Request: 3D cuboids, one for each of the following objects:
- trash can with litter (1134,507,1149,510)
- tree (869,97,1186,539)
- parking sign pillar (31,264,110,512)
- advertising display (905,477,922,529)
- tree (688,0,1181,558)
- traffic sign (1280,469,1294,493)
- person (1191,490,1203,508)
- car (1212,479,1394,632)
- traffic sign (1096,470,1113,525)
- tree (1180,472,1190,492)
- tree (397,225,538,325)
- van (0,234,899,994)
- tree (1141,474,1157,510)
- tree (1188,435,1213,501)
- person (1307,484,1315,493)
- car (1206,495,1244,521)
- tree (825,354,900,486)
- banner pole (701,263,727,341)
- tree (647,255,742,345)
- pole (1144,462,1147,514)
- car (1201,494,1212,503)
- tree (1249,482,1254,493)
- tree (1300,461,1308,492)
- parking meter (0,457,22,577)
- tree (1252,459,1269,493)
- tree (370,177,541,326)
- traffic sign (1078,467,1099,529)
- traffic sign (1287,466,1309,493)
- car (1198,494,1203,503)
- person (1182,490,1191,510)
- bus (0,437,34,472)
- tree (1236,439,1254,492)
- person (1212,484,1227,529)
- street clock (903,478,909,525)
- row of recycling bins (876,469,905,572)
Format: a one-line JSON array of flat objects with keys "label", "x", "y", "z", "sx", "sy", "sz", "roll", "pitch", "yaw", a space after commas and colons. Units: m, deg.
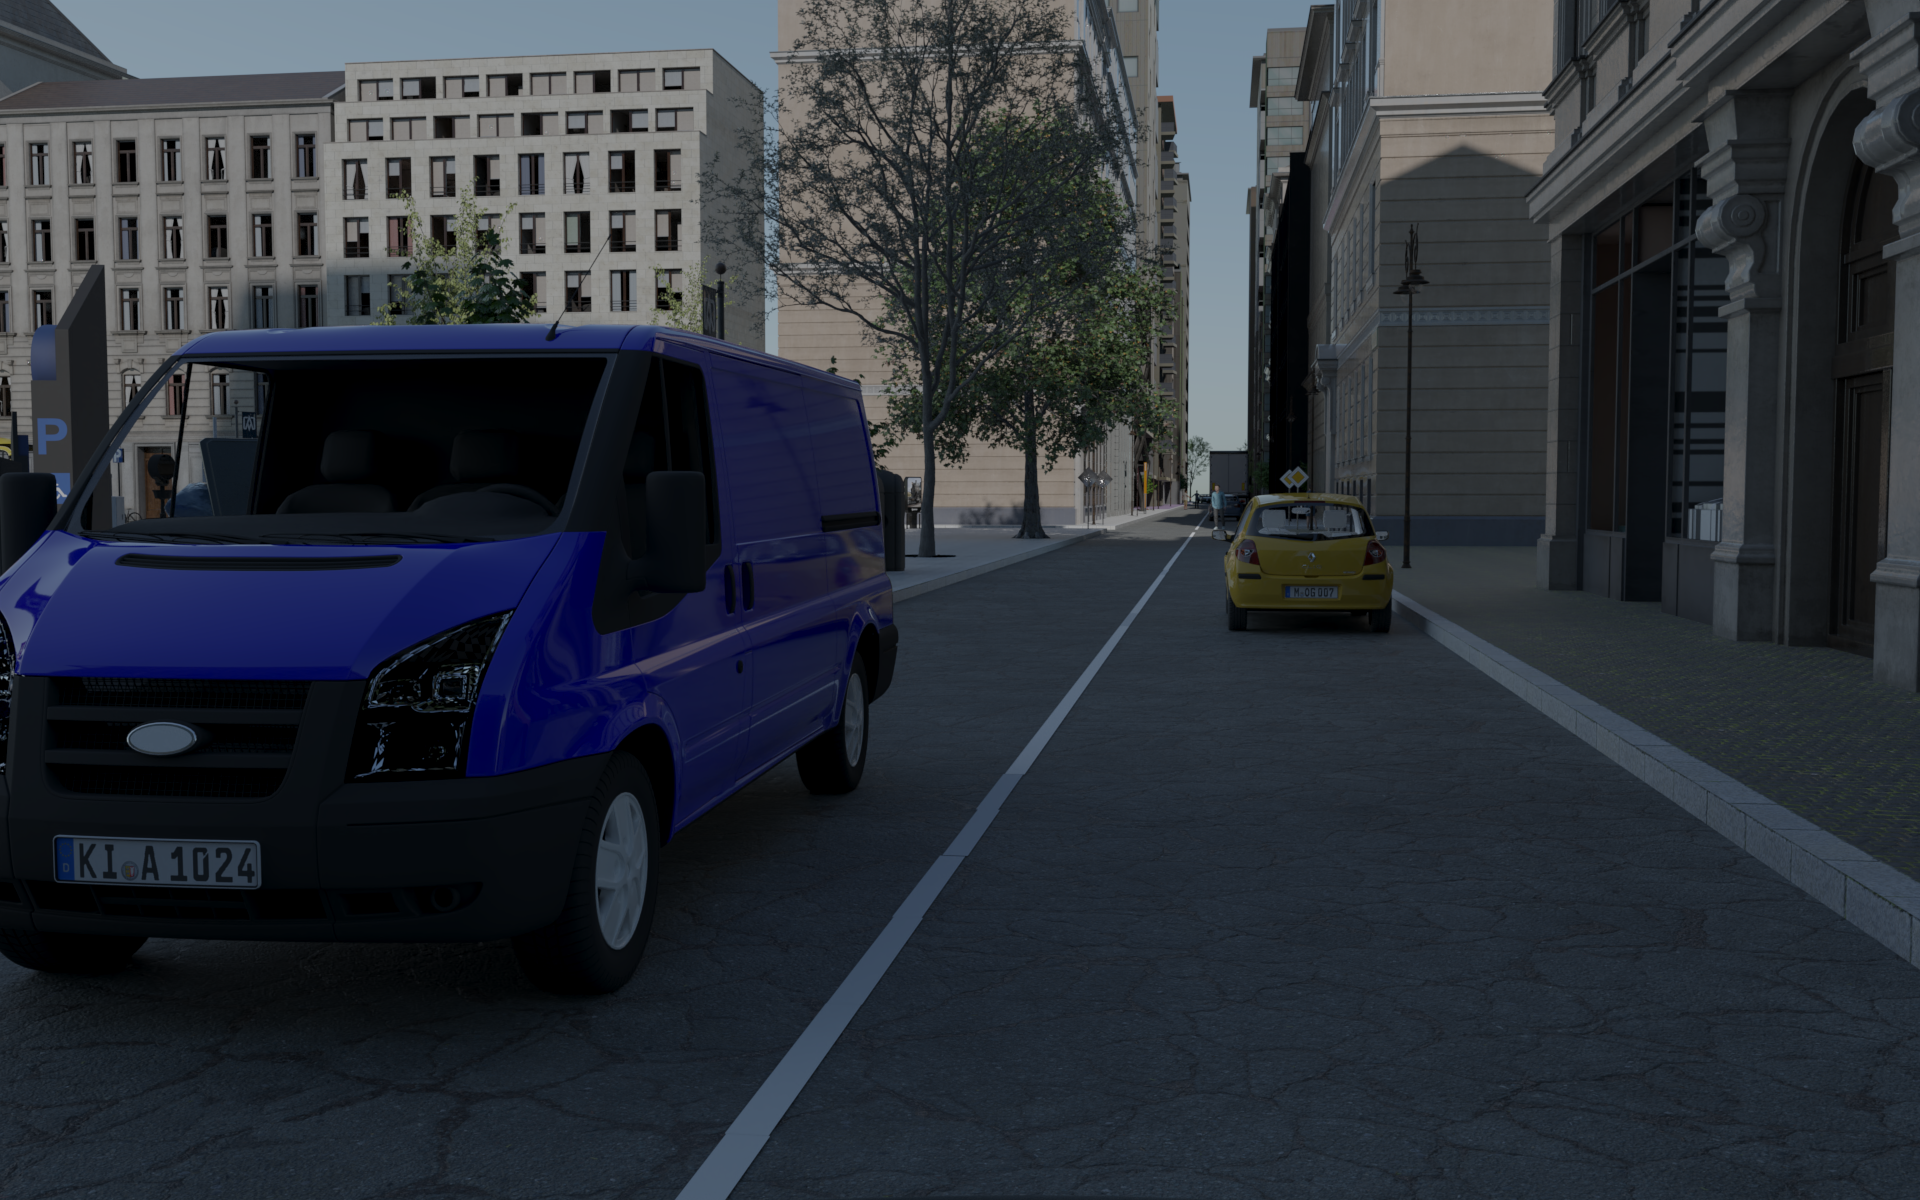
[{"label": "trash can with litter", "x": 14.357, "y": -7.833, "z": 139.127, "sx": 2.233, "sy": 1.210, "sz": 1.678, "roll": 2, "pitch": 4, "yaw": 26}, {"label": "tree", "x": 1.972, "y": -8.126, "z": 49.860, "sx": 9.611, "sy": 12.733, "sz": 9.660, "roll": 0, "pitch": 3, "yaw": 0}, {"label": "parking sign pillar", "x": -10.141, "y": -1.915, "z": 19.782, "sx": 1.447, "sy": 3.967, "sz": 1.447, "roll": -1, "pitch": 4, "yaw": -9}, {"label": "advertising display", "x": -1.727, "y": -3.598, "z": 64.041, "sx": 0.123, "sy": 1.923, "sz": 0.974, "roll": 2, "pitch": 4, "yaw": 32}, {"label": "tree", "x": -0.523, "y": -7.610, "z": 34.790, "sx": 12.009, "sy": 13.543, "sz": 11.850, "roll": 0, "pitch": 3, "yaw": 0}, {"label": "traffic sign", "x": 13.359, "y": -4.074, "z": 70.258, "sx": 0.795, "sy": 2.450, "sz": 0.064, "roll": 1, "pitch": 4, "yaw": 9}, {"label": "person", "x": 23.586, "y": -10.029, "z": 172.465, "sx": 1.348, "sy": 1.826, "sz": 0.705, "roll": 1, "pitch": 4, "yaw": 13}, {"label": "car", "x": 3.846, "y": -0.566, "z": 19.482, "sx": 2.015, "sy": 1.641, "sz": 3.980, "roll": 1, "pitch": 4, "yaw": 8}, {"label": "traffic sign", "x": 5.903, "y": -4.144, "z": 71.404, "sx": 0.795, "sy": 2.450, "sz": 0.064, "roll": 1, "pitch": 4, "yaw": 9}, {"label": "tree", "x": 27.767, "y": -14.600, "z": 222.425, "sx": 4.285, "sy": 4.588, "sz": 4.351, "roll": 0, "pitch": 3, "yaw": 0}, {"label": "tree", "x": -3.323, "y": -1.094, "z": 12.494, "sx": 1.663, "sy": 3.219, "sz": 1.824, "roll": 0, "pitch": 3, "yaw": 0}, {"label": "van", "x": -1.634, "y": -0.150, "z": 6.840, "sx": 2.240, "sy": 2.365, "sz": 5.245, "roll": 0, "pitch": 4, "yaw": 8}, {"label": "tree", "x": 15.566, "y": -9.109, "z": 143.539, "sx": 1.663, "sy": 3.219, "sz": 1.824, "roll": 0, "pitch": 3, "yaw": 0}, {"label": "tree", "x": 40.511, "y": -23.082, "z": 303.138, "sx": 9.928, "sy": 11.665, "sz": 9.643, "roll": 0, "pitch": 3, "yaw": 0}, {"label": "person", "x": 13.164, "y": -3.451, "z": 64.955, "sx": 0.581, "sy": 1.822, "sz": 0.654, "roll": -1, "pitch": 4, "yaw": -20}, {"label": "car", "x": 14.206, "y": -4.936, "z": 92.704, "sx": 2.014, "sy": 1.417, "sz": 4.499, "roll": 0, "pitch": 4, "yaw": 7}, {"label": "tree", "x": -1.655, "y": -1.795, "z": 23.949, "sx": 1.663, "sy": 3.219, "sz": 1.824, "roll": 0, "pitch": 3, "yaw": 0}, {"label": "banner pole", "x": -2.630, "y": -1.749, "z": 18.615, "sx": 0.401, "sy": 3.779, "sz": 0.863, "roll": 1, "pitch": 4, "yaw": 10}, {"label": "tree", "x": -8.635, "y": -6.324, "z": 53.752, "sx": 4.737, "sy": 8.622, "sz": 4.395, "roll": 0, "pitch": 3, "yaw": 0}, {"label": "pole", "x": 11.934, "y": -7.205, "z": 111.644, "sx": 0.158, "sy": 3.312, "sz": 0.155, "roll": 0, "pitch": 3, "yaw": 0}, {"label": "car", "x": 37.715, "y": -15.465, "z": 264.653, "sx": 2.131, "sy": 1.459, "sz": 4.920, "roll": 0, "pitch": 4, "yaw": 7}, {"label": "tree", "x": 38.966, "y": -14.293, "z": 228.284, "sx": 1.663, "sy": 3.219, "sz": 1.824, "roll": 0, "pitch": 3, "yaw": 0}, {"label": "tree", "x": 17.709, "y": -5.656, "z": 87.074, "sx": 1.663, "sy": 3.219, "sz": 1.824, "roll": 0, "pitch": 3, "yaw": 0}, {"label": "parking meter", "x": -14.836, "y": -1.303, "z": 27.012, "sx": 0.255, "sy": 1.863, "sz": 0.399, "roll": 2, "pitch": 4, "yaw": 32}, {"label": "tree", "x": 26.362, "y": -9.970, "z": 146.727, "sx": 4.285, "sy": 4.588, "sz": 4.351, "roll": 0, "pitch": 3, "yaw": 0}, {"label": "tree", "x": -12.024, "y": -5.535, "z": 40.864, "sx": 4.737, "sy": 8.622, "sz": 4.395, "roll": 0, "pitch": 3, "yaw": 0}, {"label": "traffic sign", "x": 4.707, "y": -3.662, "z": 63.509, "sx": 0.795, "sy": 2.450, "sz": 0.064, "roll": 1, "pitch": 4, "yaw": 9}, {"label": "traffic sign", "x": 12.163, "y": -3.591, "z": 62.363, "sx": 0.795, "sy": 2.450, "sz": 0.064, "roll": 1, "pitch": 4, "yaw": 9}, {"label": "car", "x": 39.375, "y": -16.393, "z": 279.821, "sx": 2.131, "sy": 1.459, "sz": 4.920, "roll": 0, "pitch": 4, "yaw": 8}, {"label": "person", "x": 20.227, "y": -8.962, "z": 155.034, "sx": 0.705, "sy": 1.824, "sz": 1.348, "roll": -2, "pitch": 4, "yaw": -29}, {"label": "bus", "x": -45.169, "y": -5.105, "z": 75.015, "sx": 12.252, "sy": 3.916, "sz": 2.896, "roll": 0, "pitch": 4, "yaw": 8}, {"label": "tree", "x": 39.043, "y": -17.299, "z": 233.204, "sx": 4.737, "sy": 8.622, "sz": 4.395, "roll": 0, "pitch": 3, "yaw": 0}, {"label": "person", "x": 10.539, "y": -3.780, "z": 70.318, "sx": 0.660, "sy": 1.820, "sz": 0.620, "roll": 2, "pitch": 4, "yaw": 25}, {"label": "street clock", "x": -2.103, "y": -4.107, "z": 71.718, "sx": 0.358, "sy": 2.002, "sz": 0.471, "roll": -3, "pitch": 5, "yaw": -44}, {"label": "row of recycling bins", "x": -1.928, "y": -1.263, "z": 27.767, "sx": 1.069, "sy": 1.692, "sz": 3.534, "roll": 2, "pitch": 4, "yaw": 28}]
